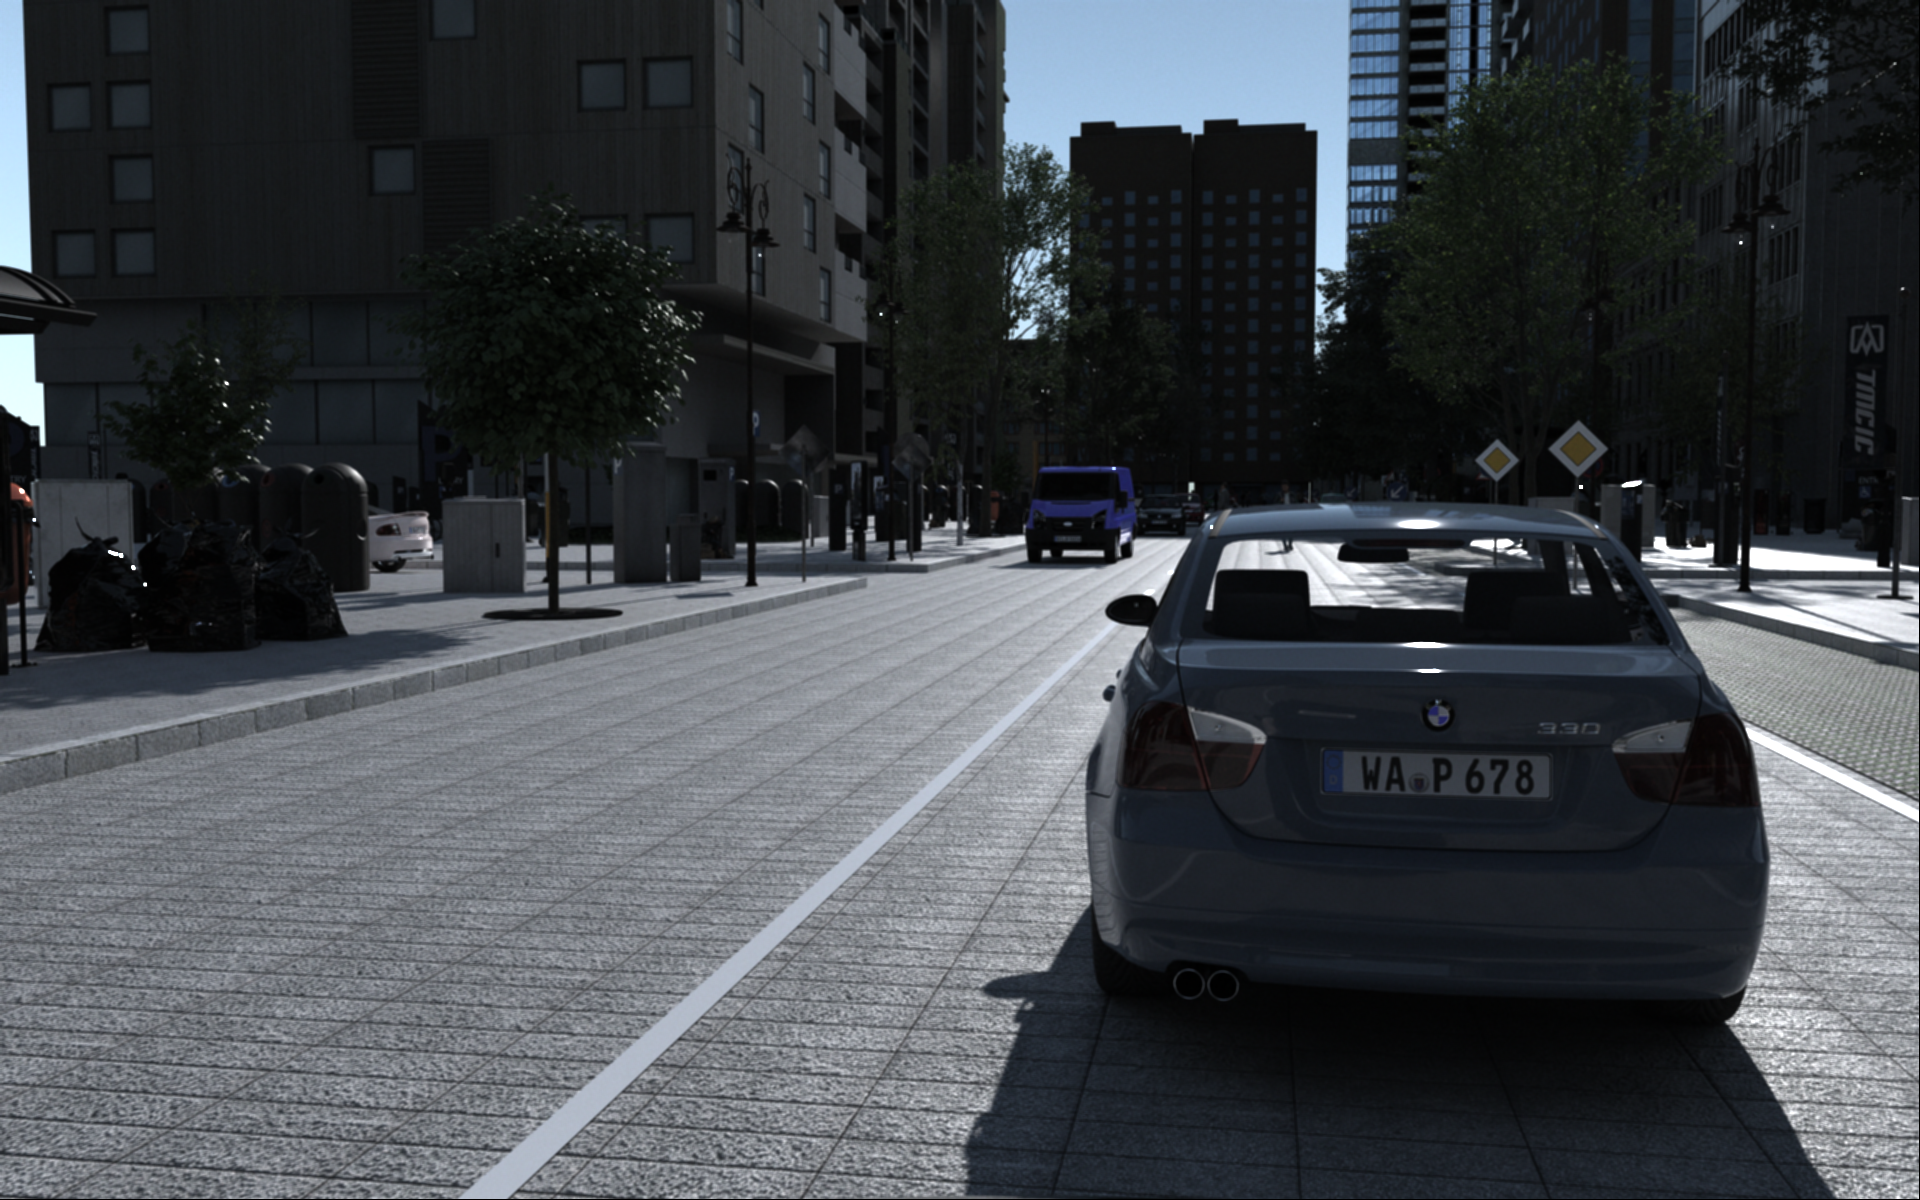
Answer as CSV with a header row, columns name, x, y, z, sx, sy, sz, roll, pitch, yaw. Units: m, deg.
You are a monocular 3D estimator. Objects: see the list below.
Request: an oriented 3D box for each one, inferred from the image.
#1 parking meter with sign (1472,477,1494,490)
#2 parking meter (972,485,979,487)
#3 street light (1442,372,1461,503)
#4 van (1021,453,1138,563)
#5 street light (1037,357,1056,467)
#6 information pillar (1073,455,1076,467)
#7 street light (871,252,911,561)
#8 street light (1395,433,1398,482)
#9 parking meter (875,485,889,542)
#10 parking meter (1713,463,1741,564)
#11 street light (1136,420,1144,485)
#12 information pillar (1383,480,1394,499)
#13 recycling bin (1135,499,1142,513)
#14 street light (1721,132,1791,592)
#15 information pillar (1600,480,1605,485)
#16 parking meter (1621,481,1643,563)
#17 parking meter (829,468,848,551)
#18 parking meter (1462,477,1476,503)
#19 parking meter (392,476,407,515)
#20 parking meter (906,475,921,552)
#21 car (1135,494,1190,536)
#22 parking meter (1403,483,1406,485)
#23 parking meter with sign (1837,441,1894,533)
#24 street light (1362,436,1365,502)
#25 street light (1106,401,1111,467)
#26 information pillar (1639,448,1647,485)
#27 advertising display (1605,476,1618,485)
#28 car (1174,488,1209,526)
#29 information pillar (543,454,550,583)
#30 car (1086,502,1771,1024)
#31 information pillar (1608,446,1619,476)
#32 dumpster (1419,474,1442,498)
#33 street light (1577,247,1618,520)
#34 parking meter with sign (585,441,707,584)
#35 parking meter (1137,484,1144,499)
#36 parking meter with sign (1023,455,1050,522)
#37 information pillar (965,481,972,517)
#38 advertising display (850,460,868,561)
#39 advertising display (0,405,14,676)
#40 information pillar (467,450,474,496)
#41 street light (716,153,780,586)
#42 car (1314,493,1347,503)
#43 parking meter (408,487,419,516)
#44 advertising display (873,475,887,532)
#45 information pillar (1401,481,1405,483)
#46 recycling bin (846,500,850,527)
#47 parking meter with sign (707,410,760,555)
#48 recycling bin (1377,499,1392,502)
name,x,y,z,sx,sy,sz,roll,pitch,yaw
parking meter with sign,23.664,-5.076,79.247,1.738,3.016,0.543,-1,4,-15
parking meter,0.970,-6.188,106.890,0.399,1.863,0.255,2,4,29
street light,15.994,-5.116,56.435,0.468,5.910,1.993,1,4,10
van,2.684,-2.040,37.744,2.240,2.365,5.245,1,4,11
street light,2.840,-5.154,57.054,0.468,5.910,1.993,1,4,10
information pillar,6.856,-6.864,103.585,0.183,3.616,0.504,1,4,19
street light,-1.319,-3.702,33.308,0.468,5.910,1.993,1,4,10
street light,20.214,-6.572,80.240,0.468,5.910,1.993,1,4,10
parking meter,-2.087,-2.338,46.636,0.372,1.533,0.369,0,3,0
parking meter,14.049,-1.590,31.706,0.255,1.863,0.399,-2,4,-32
street light,10.982,-8.098,105.184,0.468,5.910,1.993,1,4,10
information pillar,22.408,-5.245,90.241,0.304,2.012,0.304,-1,4,-22
recycling bin,10.008,-5.197,97.525,0.722,1.027,0.722,0,4,8
street light,10.325,-3.048,22.616,0.468,5.910,1.993,1,4,10
information pillar,33.092,-5.175,89.098,0.304,2.012,0.304,0,4,-1
parking meter,12.606,-1.474,32.513,0.372,1.533,0.369,0,3,0
parking meter,-2.755,-2.045,39.146,0.399,1.863,0.255,-1,4,-15
parking meter,17.107,-3.215,58.269,0.399,1.863,0.255,3,4,36
parking meter,-17.954,-3.047,55.534,0.399,1.863,0.255,-2,4,-35
parking meter,-1.022,-2.003,38.459,0.255,1.863,0.399,1,4,15
car,7.023,-3.103,60.513,2.009,1.686,4.222,1,4,8
parking meter,23.580,-5.313,92.579,0.255,1.863,0.399,-3,4,-36
parking meter with sign,29.629,-3.687,56.538,1.738,3.016,0.543,1,4,23
street light,24.269,-8.035,104.158,0.468,5.910,1.993,1,4,10
street light,6.903,-6.631,81.201,0.468,5.910,1.993,1,4,10
information pillar,34.969,-5.953,88.682,0.183,3.616,0.504,-1,4,-18
advertising display,23.376,-3.485,62.192,0.123,1.923,0.974,3,5,40
car,10.159,-4.239,78.344,2.155,1.783,4.494,1,4,9
information pillar,-5.954,-2.058,25.003,0.183,3.616,0.504,-1,4,-15
car,1.469,0.362,6.092,2.014,1.417,4.499,1,4,10
information pillar,31.698,-5.672,84.091,0.504,3.616,0.183,3,4,37
dumpster,21.995,-4.727,79.776,1.502,2.255,1.985,1,4,10
street light,11.972,-3.662,32.665,0.468,5.910,1.993,1,4,10
parking meter with sign,-4.618,-1.761,25.056,1.738,3.016,0.543,-3,4,-36
parking meter,10.505,-5.819,100.845,0.399,1.863,0.255,1,4,10
parking meter with sign,3.195,-5.019,78.322,1.738,3.016,0.543,0,4,8
information pillar,0.482,-5.702,97.719,0.304,2.012,0.304,-3,5,-42
advertising display,-1.949,-1.723,33.382,0.123,1.923,0.974,-1,4,-16
advertising display,-7.195,-0.425,12.169,0.974,1.923,0.123,0,4,-8
information pillar,-16.764,-4.128,58.847,0.504,3.616,0.183,0,4,4
street light,-2.905,-3.130,23.964,0.468,5.910,1.993,1,4,10
car,20.326,-5.235,94.388,1.959,1.807,4.718,1,4,10
parking meter,-18.366,-3.052,58.306,0.372,1.533,0.369,0,3,0
advertising display,-2.711,-3.272,58.708,0.123,1.923,0.974,-2,4,-25
information pillar,24.539,-5.626,96.471,0.304,2.012,0.304,3,5,44
recycling bin,-4.419,-3.436,68.733,0.722,1.027,0.722,0,4,7
parking meter with sign,-5.112,-2.457,36.430,1.738,3.016,0.543,1,4,14
recycling bin,20.690,-4.370,84.000,0.722,1.027,0.722,2,4,33
